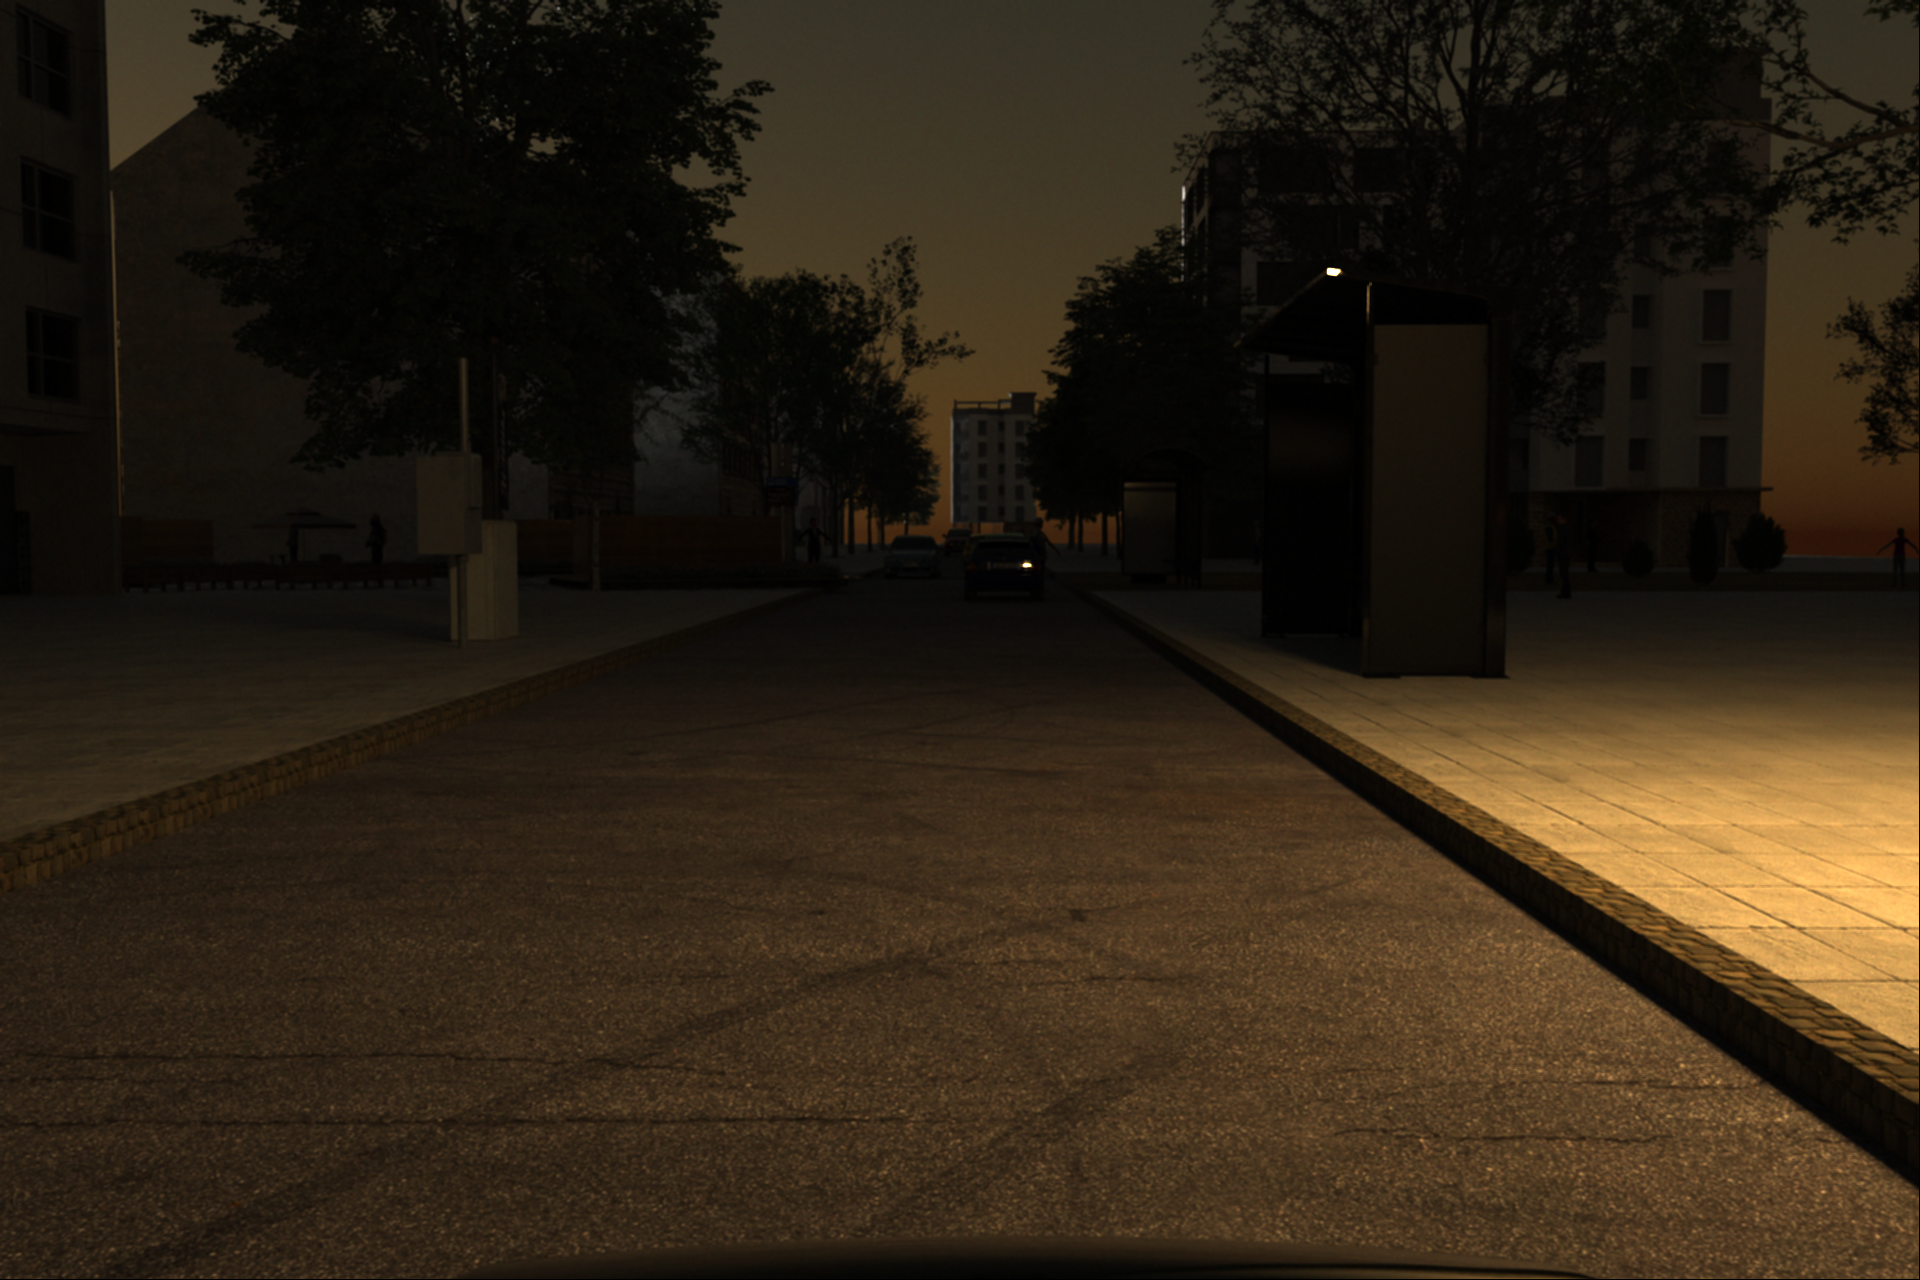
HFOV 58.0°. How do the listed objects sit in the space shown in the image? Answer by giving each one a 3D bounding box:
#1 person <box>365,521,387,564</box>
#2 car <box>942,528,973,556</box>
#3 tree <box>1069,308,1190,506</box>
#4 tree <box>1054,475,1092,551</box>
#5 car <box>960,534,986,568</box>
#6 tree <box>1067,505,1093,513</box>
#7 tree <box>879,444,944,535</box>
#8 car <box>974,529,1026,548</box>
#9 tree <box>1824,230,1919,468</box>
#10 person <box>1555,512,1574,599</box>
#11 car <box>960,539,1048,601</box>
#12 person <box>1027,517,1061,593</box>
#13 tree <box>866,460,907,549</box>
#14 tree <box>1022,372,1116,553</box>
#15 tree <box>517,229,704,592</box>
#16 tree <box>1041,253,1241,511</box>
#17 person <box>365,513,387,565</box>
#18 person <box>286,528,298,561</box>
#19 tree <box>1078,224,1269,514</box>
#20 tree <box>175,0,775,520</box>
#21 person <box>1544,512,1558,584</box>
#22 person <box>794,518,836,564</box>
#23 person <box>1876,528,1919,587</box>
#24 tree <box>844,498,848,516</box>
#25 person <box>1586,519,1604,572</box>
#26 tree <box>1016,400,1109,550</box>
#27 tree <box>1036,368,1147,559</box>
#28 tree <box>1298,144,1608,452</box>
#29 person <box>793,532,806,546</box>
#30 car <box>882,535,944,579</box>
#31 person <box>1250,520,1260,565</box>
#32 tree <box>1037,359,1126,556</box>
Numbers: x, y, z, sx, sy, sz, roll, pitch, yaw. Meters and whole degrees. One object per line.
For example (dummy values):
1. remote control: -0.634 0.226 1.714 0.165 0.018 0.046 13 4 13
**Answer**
1. person: -22.244 -3.671 66.162 1.346 1.812 0.704 3 4 38
2. car: 0.014 -6.360 112.657 2.281 1.827 5.304 0 4 1
3. tree: 5.261 -6.546 57.388 4.360 8.622 3.978 0 3 0
4. tree: 8.782 -11.191 133.329 4.737 8.622 4.395 0 3 0
5. car: 0.997 -3.876 73.594 2.015 1.641 3.980 0 4 0
6. tree: 15.364 -18.998 236.373 9.928 11.665 9.643 0 3 0
7. tree: -7.011 -19.754 229.628 9.857 13.997 8.962 0 3 0
8. car: 1.434 -2.891 56.061 1.959 1.807 4.718 0 4 0
9. tree: 28.900 -7.015 49.114 8.767 10.594 7.601 -3 5 -41
10. person: 12.048 -1.687 34.548 0.541 1.710 0.530 -3 4 -38
11. car: 0.971 -1.568 38.210 1.945 1.354 3.894 0 4 1
12. person: 1.948 -2.086 42.417 0.705 1.847 1.347 -3 4 -38
13. tree: -7.016 -11.856 144.214 4.360 8.622 3.978 0 3 0
14. tree: 7.994 -12.333 119.775 7.486 12.596 7.792 0 3 0
15. tree: -8.204 -5.364 38.071 4.360 8.622 3.978 0 3 0
16. tree: 8.542 -10.529 78.797 9.857 13.997 8.962 0 3 0
17. person: -16.342 -2.607 48.402 0.705 1.856 1.354 0 4 -6
18. person: -20.676 -2.906 53.648 0.705 1.813 1.348 -1 4 -15
19. tree: 7.850 -8.944 64.363 7.486 12.596 7.792 0 3 0
20. tree: -7.948 -7.466 28.728 9.857 13.997 8.962 0 3 0
21. person: 15.132 -2.341 44.242 0.705 1.833 1.349 1 4 21
22. person: -4.072 -2.560 48.573 1.216 1.740 0.721 -2 4 -24
23. person: 22.640 -1.989 41.783 0.991 1.433 0.599 0 4 7
24. tree: -16.495 -17.232 232.100 4.737 8.622 4.395 0 3 0
25. person: 21.431 -3.207 58.622 0.705 1.806 1.347 3 5 41
26. tree: 9.198 -14.446 142.845 9.857 13.997 8.962 0 3 0
27. tree: 8.232 -9.468 89.216 8.767 10.594 7.601 0 4 -1
28. tree: 11.657 -6.518 40.988 7.601 10.594 8.767 2 4 25
29. person: -5.380 -2.859 53.022 1.348 1.796 0.705 -2 4 -23
30. car: -1.522 -2.753 57.009 2.014 1.417 4.499 0 4 1
31. person: 12.243 -4.027 71.691 0.705 1.847 1.347 0 4 0
32. tree: 8.451 -11.327 103.328 7.486 12.596 7.792 0 3 0
